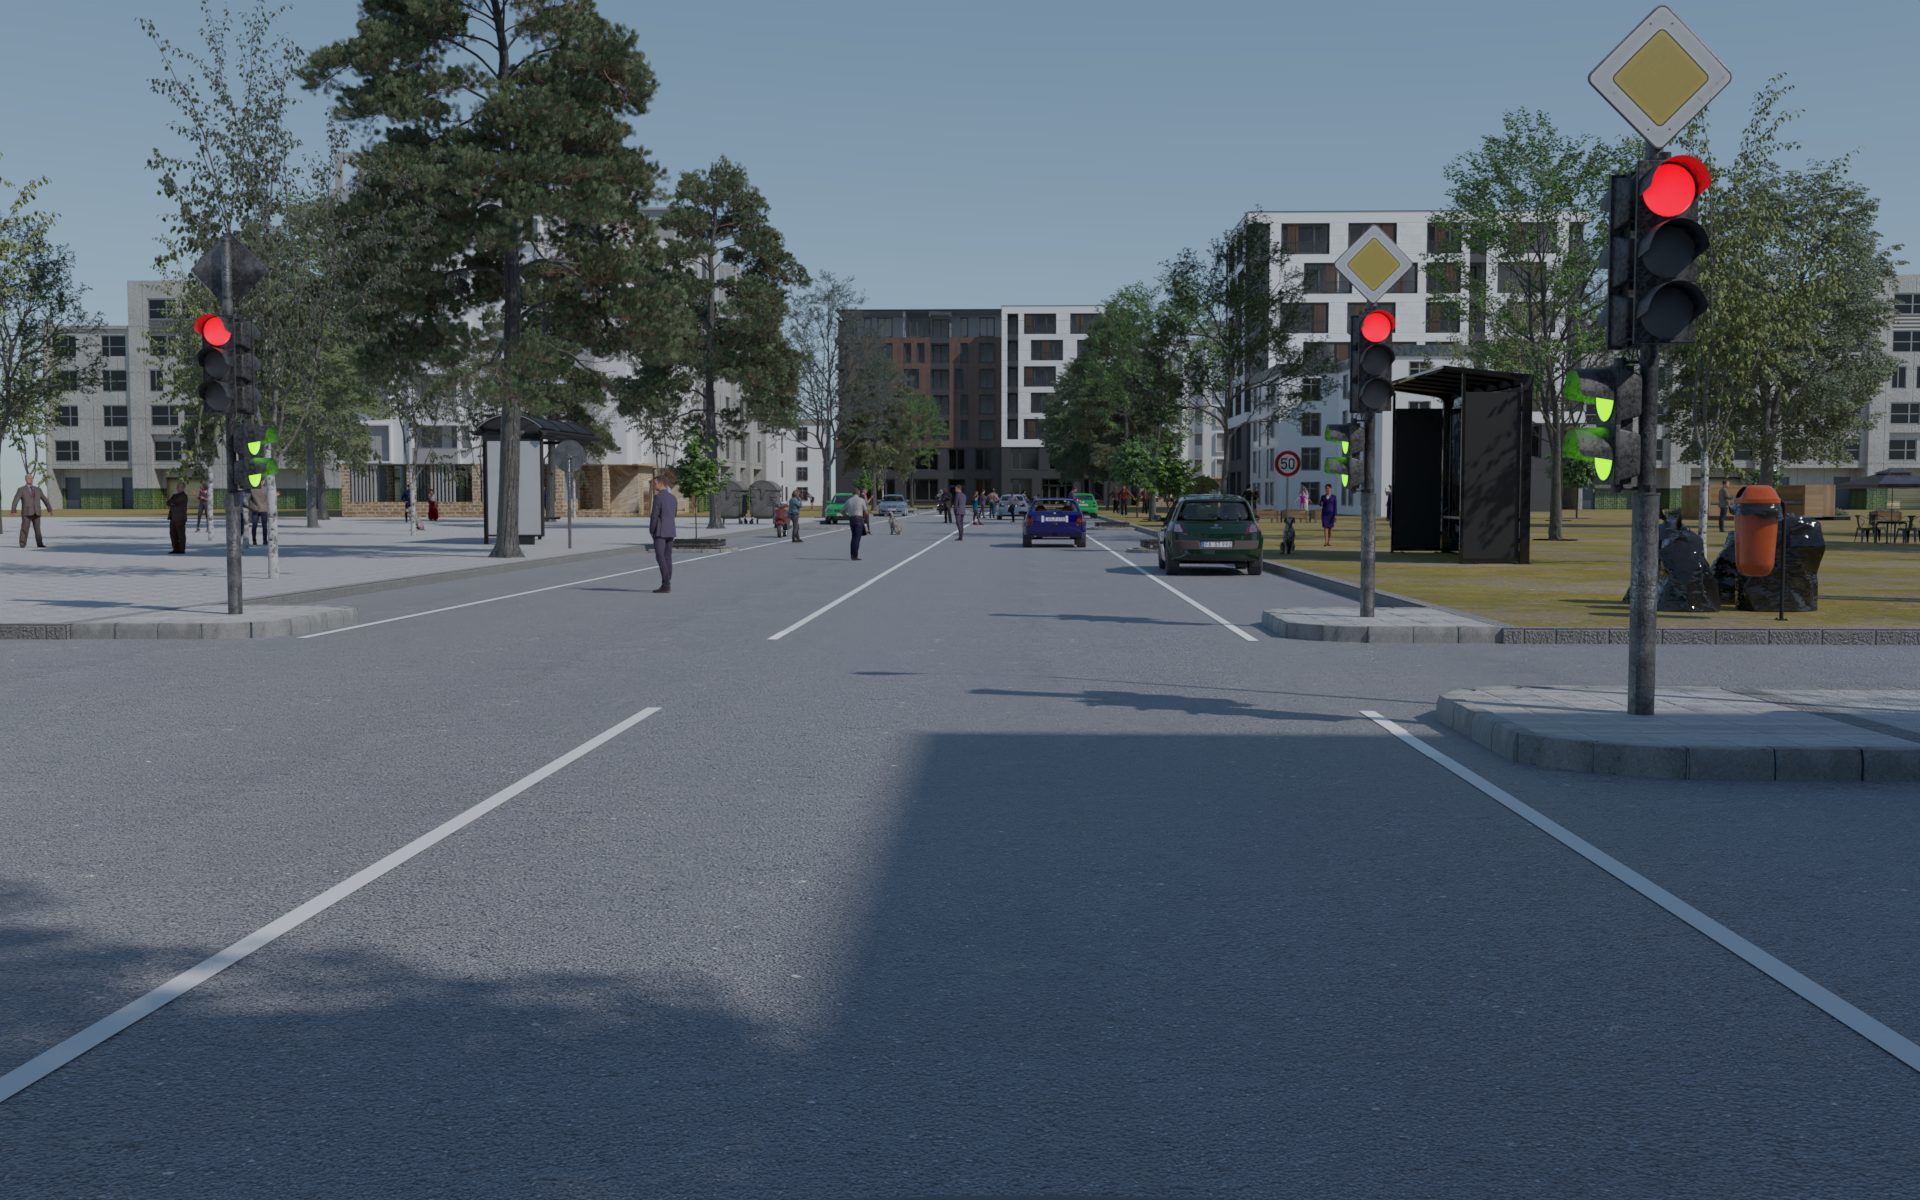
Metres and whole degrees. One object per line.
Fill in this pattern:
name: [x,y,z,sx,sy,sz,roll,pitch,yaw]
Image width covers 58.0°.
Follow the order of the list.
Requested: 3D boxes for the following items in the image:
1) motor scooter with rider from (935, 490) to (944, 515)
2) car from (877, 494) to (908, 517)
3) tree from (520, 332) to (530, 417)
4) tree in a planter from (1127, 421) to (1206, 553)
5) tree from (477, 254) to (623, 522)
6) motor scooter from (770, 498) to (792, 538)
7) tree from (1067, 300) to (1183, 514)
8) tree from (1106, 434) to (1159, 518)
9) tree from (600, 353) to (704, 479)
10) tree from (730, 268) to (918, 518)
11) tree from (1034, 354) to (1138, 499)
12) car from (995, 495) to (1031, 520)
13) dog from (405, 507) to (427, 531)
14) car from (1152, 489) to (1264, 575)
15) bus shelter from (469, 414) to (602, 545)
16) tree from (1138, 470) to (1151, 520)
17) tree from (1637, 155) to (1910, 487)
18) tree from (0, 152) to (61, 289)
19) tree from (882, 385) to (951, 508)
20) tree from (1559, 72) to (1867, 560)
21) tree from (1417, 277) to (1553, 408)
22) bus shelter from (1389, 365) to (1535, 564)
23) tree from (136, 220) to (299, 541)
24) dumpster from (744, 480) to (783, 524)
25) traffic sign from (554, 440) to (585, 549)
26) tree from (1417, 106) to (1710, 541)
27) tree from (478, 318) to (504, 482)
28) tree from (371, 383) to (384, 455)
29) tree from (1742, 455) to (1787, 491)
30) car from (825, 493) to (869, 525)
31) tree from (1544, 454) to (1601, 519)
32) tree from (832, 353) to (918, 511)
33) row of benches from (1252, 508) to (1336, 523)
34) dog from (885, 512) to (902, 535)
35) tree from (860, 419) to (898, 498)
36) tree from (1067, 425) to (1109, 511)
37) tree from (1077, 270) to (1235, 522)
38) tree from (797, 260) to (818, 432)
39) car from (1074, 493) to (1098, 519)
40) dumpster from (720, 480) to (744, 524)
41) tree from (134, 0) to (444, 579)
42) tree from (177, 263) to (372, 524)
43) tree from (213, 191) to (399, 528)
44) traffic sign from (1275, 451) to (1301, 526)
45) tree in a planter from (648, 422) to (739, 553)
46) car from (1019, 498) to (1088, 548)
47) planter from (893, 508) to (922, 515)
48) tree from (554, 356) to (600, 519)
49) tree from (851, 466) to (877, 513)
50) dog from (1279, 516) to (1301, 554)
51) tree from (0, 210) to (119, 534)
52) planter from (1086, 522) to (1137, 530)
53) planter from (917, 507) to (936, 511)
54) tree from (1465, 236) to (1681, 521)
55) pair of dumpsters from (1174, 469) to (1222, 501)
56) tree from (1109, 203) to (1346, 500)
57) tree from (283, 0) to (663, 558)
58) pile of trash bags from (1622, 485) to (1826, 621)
motor scooter with rider: [-1.372,-6.747,119.274,0.876,1.779,1.986,0,4,0]
car: [-4.312,-6.117,112.013,2.014,1.417,4.499,0,4,1]
tree: [-20.063,-7.513,73.196,4.360,8.622,3.978,0,3,0]
tree in a planter: [5.127,-2.778,42.642,1.991,3.239,1.994,0,4,2]
tree: [-18.769,-9.619,79.321,6.751,12.117,7.091,0,3,0]
motor scooter: [-5.899,-2.737,57.520,0.815,1.314,1.986,0,4,0]
tree: [10.806,-12.524,112.198,7.806,13.903,7.818,0,3,0]
tree: [9.583,-6.697,93.217,4.285,4.588,4.351,0,3,0]
tree: [-12.515,-7.468,72.459,4.360,8.622,3.978,0,3,0]
tree: [-7.207,-11.186,93.259,12.009,13.543,11.850,0,3,0]
tree: [11.778,-15.129,154.007,9.857,13.997,8.962,0,3,0]
car: [2.952,-5.197,96.968,2.014,1.417,4.499,0,4,3]
dog: [-18.938,-2.828,60.613,0.800,0.831,0.513,1,4,11]
car: [4.587,-1.361,32.036,2.009,1.686,4.222,0,4,4]
bus shelter: [-11.207,-3.199,46.219,2.014,3.302,5.546,0,4,2]
tree: [9.744,-5.601,86.175,1.663,3.219,1.824,0,3,0]
tree: [30.919,-9.740,65.905,9.857,13.997,8.962,0,3,0]
tree: [-16.130,-4.618,25.870,4.737,8.622,4.395,0,3,0]
tree: [-4.798,-14.668,165.579,9.928,11.665,9.643,0,3,0]
tree: [13.429,-4.900,30.482,4.737,8.622,4.395,0,3,0]
tree: [17.725,-6.565,57.697,4.737,8.622,4.395,0,3,0]
bus shelter: [9.784,-2.654,34.680,1.731,3.624,6.357,0,4,2]
tree: [-20.467,-5.934,47.386,4.737,8.622,4.395,0,3,0]
dumpster: [-8.290,-4.154,73.671,1.264,1.857,1.865,0,4,2]
traffic sign: [-9.183,-2.482,40.691,0.768,2.556,0.104,1,4,9]
tree: [16.225,-7.438,47.370,9.928,11.665,9.643,0,3,0]
tree: [-16.668,-6.269,52.863,4.360,8.622,3.978,0,3,0]
tree: [-31.671,-10.000,85.564,6.751,12.117,7.091,0,3,0]
tree: [34.308,-4.841,73.748,1.663,3.219,1.824,0,3,0]
car: [-5.379,-4.524,82.761,1.959,1.807,4.718,0,4,3]
tree: [32.299,-6.526,90.415,4.285,4.588,4.351,0,3,0]
tree: [-6.611,-12.877,132.602,6.751,12.117,7.091,0,3,0]
row of benches: [15.122,-3.826,78.011,4.104,0.672,1.422,-1,4,-16]
dog: [-2.262,-2.688,60.781,0.513,0.831,0.800,-1,4,-21]
tree: [-6.567,-11.716,141.923,4.737,8.622,4.395,0,3,0]
tree: [11.668,-12.157,133.178,7.601,10.594,8.767,1,4,17]
tree: [9.018,-9.411,79.624,9.928,11.665,9.643,0,3,0]
tree: [-9.366,-9.562,63.765,7.806,13.903,7.818,0,3,0]
car: [7.096,-5.673,101.547,1.959,1.807,4.718,0,4,1]
dumpster: [-9.728,-4.151,73.624,1.264,1.857,1.865,0,4,2]
tree: [-10.207,-4.615,25.821,4.360,8.622,3.978,0,3,0]
tree: [-30.879,-9.369,75.239,6.751,12.117,7.091,0,3,0]
tree: [-24.631,-8.983,65.002,7.486,12.596,7.792,0,3,0]
traffic sign: [9.589,-3.098,50.759,0.768,2.556,0.104,0,4,2]
tree in a planter: [-6.575,-2.802,43.040,1.991,3.239,1.994,0,4,2]
car: [2.583,-2.152,47.765,1.945,1.354,3.894,0,4,2]
planter: [-3.877,-6.061,120.238,1.991,0.319,1.994,0,4,2]
tree: [-19.908,-8.555,90.237,4.360,8.622,3.978,0,3,0]
tree: [-6.772,-7.691,120.348,1.663,3.219,1.824,0,3,0]
dog: [7.101,-1.384,37.014,0.513,0.831,0.800,3,5,43]
tree: [-30.806,-7.365,54.828,8.767,10.594,7.601,0,4,-6]
planter: [6.078,-2.967,69.658,1.991,0.319,1.994,0,4,2]
planter: [-2.944,-7.712,147.226,1.991,0.319,1.994,0,4,2]
tree: [28.525,-10.481,81.741,12.009,13.543,11.850,0,3,0]
pair of dumpsters: [9.464,-4.069,69.020,1.574,2.255,4.436,0,4,2]
tree: [8.730,-7.395,55.319,7.601,10.594,8.767,0,4,4]
tree: [-8.869,-7.785,34.711,7.806,13.903,7.818,0,3,0]
pile of trash bags: [8.460,-0.565,18.995,1.912,1.369,3.447,1,4,14]
